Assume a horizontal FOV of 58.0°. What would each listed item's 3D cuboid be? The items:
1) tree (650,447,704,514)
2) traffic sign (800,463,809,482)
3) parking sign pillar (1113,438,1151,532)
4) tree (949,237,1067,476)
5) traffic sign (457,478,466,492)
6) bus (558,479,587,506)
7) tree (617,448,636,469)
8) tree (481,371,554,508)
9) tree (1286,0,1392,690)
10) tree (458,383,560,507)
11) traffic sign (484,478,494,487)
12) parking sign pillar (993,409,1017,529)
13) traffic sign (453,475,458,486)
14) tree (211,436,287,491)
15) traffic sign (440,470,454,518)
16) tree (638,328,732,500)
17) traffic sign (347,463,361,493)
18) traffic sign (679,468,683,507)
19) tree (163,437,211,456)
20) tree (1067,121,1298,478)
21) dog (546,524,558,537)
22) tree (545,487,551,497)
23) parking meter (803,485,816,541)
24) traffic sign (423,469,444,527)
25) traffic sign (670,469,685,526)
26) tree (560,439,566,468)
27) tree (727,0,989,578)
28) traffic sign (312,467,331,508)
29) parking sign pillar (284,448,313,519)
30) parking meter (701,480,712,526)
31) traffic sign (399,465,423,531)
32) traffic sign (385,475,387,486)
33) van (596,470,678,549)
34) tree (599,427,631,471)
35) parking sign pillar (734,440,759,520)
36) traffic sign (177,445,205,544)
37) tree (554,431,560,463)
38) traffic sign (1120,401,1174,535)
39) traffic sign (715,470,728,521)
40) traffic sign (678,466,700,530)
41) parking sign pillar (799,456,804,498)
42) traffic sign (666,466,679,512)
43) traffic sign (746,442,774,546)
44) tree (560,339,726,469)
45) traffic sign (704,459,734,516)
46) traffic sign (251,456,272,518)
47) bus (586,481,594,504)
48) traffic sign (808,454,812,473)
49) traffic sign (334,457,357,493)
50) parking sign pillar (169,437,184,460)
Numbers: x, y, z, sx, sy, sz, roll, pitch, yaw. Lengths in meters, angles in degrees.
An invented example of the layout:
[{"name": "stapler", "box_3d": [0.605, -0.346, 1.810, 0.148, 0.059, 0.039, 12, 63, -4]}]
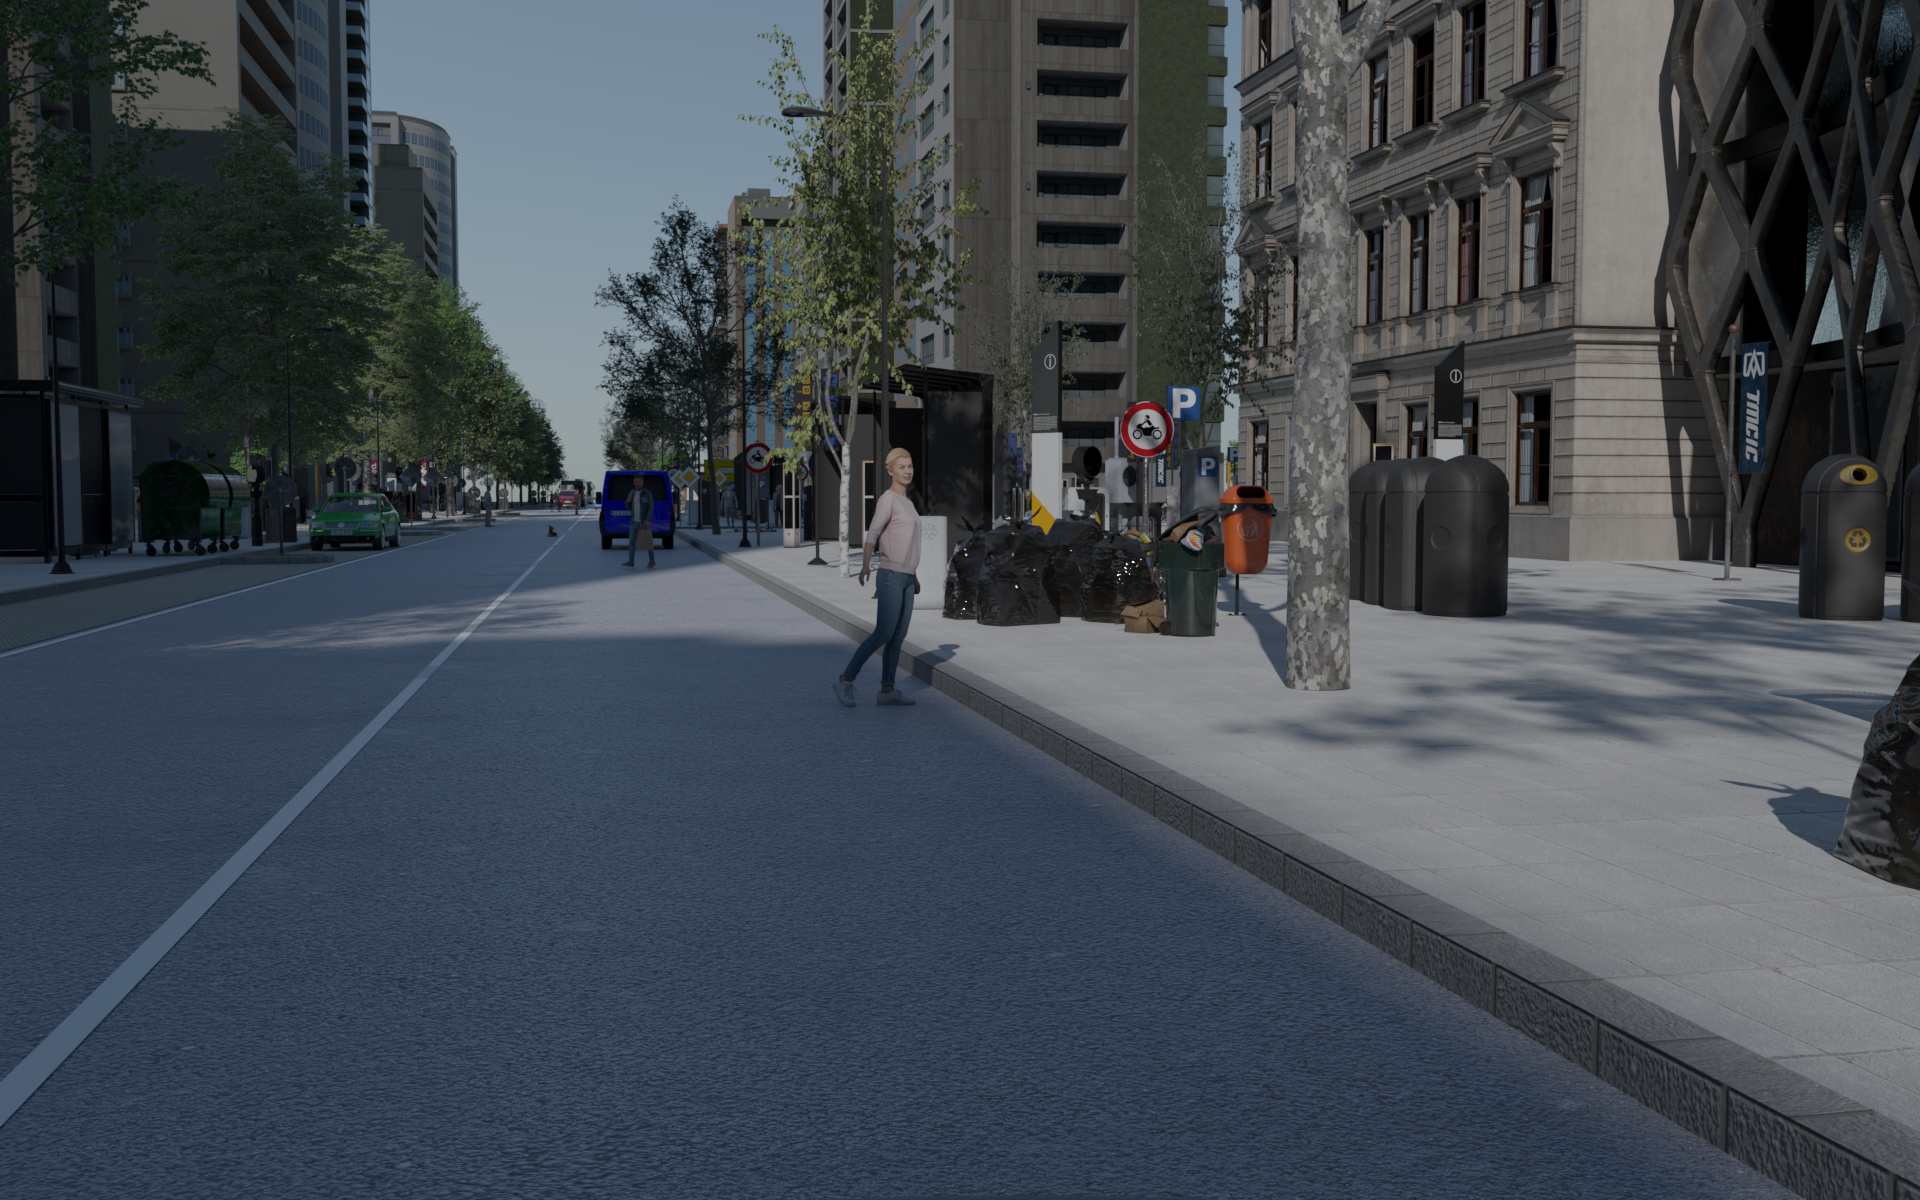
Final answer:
[{"name": "tree", "box_3d": [-18.212, -7.812, 111.440, 4.285, 4.588, 4.351, 0, 3, 0]}, {"name": "traffic sign", "box_3d": [-6.619, -4.363, 71.449, 0.768, 2.556, 0.104, 0, 4, -3]}, {"name": "parking sign pillar", "box_3d": [5.788, -4.291, 58.626, 1.447, 3.967, 1.447, -3, 4, -36]}, {"name": "tree", "box_3d": [1.918, -6.025, 48.873, 4.360, 8.622, 3.978, 0, 3, 0]}, {"name": "traffic sign", "box_3d": [-40.487, -8.597, 140.668, 0.768, 2.556, 0.104, 0, 4, -4]}, {"name": "bus", "box_3d": [-44.565, -12.544, 199.958, 2.948, 3.499, 13.247, -1, 4, -10]}, {"name": "tree", "box_3d": [-35.395, -14.826, 192.765, 4.737, 8.622, 4.395, 0, 3, 0]}, {"name": "tree", "box_3d": [-40.902, -14.462, 154.575, 7.486, 12.596, 7.792, 0, 3, 0]}, {"name": "tree", "box_3d": [1.450, -9.409, 9.719, 12.611, 20.169, 13.585, 0, 3, 0]}, {"name": "tree", "box_3d": [-45.795, -16.118, 173.903, 12.009, 13.543, 11.850, 0, 3, 0]}, {"name": "traffic sign", "box_3d": [-36.771, -8.263, 135.199, 0.768, 2.556, 0.104, -1, 4, -9]}, {"name": "parking sign pillar", "box_3d": [1.444, -4.097, 55.464, 1.447, 3.967, 1.447, -1, 4, -12]}, {"name": "traffic sign", "box_3d": [-33.843, -7.054, 115.443, 0.768, 2.556, 0.104, -1, 4, -10]}, {"name": "tree", "box_3d": [-38.481, -6.816, 95.152, 4.285, 4.588, 4.351, 0, 3, 0]}, {"name": "traffic sign", "box_3d": [-27.574, -5.688, 93.097, 0.768, 2.556, 0.104, -1, 4, -10]}, {"name": "tree", "box_3d": [-11.717, -7.561, 73.989, 4.360, 8.622, 3.978, 0, 3, 0]}, {"name": "traffic sign", "box_3d": [-23.909, -4.153, 68.002, 0.768, 2.556, 0.104, 0, 4, -6]}, {"name": "traffic sign", "box_3d": [-13.842, -5.209, 85.269, 0.768, 2.556, 0.104, 0, 4, -4]}, {"name": "tree", "box_3d": [-44.527, -7.142, 100.477, 4.285, 4.588, 4.351, 0, 3, 0]}, {"name": "tree", "box_3d": [5.057, -5.196, 35.325, 4.360, 8.622, 3.978, 0, 3, 0]}, {"name": "dog", "box_3d": [-13.742, -2.315, 58.051, 0.550, 0.427, 0.748, 0, 4, 8]}, {"name": "tree", "box_3d": [-65.577, -19.859, 275.048, 4.737, 8.622, 4.395, 0, 3, 0]}, {"name": "parking meter", "box_3d": [-4.121, -2.402, 47.688, 0.372, 1.533, 0.369, 0, 3, 0]}, {"name": "traffic sign", "box_3d": [-20.641, -3.931, 67.912, 0.795, 2.450, 0.064, -1, 4, -12]}, {"name": "traffic sign", "box_3d": [-11.286, -4.047, 69.803, 0.795, 2.450, 0.064, -1, 4, -12]}, {"name": "tree", "box_3d": [-61.551, -20.578, 254.573, 7.486, 12.596, 7.792, 0, 3, 0]}, {"name": "tree", "box_3d": [-1.689, -4.657, 26.506, 4.737, 8.622, 4.395, 0, 3, 0]}, {"name": "traffic sign", "box_3d": [-30.567, -5.074, 82.962, 0.884, 2.594, 0.081, 0, 4, -4]}, {"name": "parking sign pillar", "box_3d": [-39.042, -6.930, 101.773, 1.447, 3.967, 1.447, 0, 4, 5]}, {"name": "parking meter", "box_3d": [-10.306, -3.967, 70.565, 0.399, 1.863, 0.255, 1, 4, 21]}, {"name": "traffic sign", "box_3d": [-19.036, -3.452, 60.090, 0.795, 2.450, 0.064, -1, 4, -12]}, {"name": "traffic sign", "box_3d": [-30.556, -5.560, 93.041, 0.606, 2.300, 0.079, -1, 4, -9]}, {"name": "van", "box_3d": [-8.695, -2.583, 46.620, 2.240, 2.365, 5.245, -1, 4, -11]}, {"name": "tree", "box_3d": [-46.602, -19.474, 244.147, 9.928, 11.665, 9.643, 0, 3, 0]}, {"name": "parking sign pillar", "box_3d": [-10.653, -6.016, 86.841, 1.447, 3.967, 1.447, 1, 4, 14]}, {"name": "traffic sign", "box_3d": [-19.773, -2.724, 44.644, 0.768, 2.556, 0.104, -1, 4, -9]}, {"name": "tree", "box_3d": [-50.697, -17.121, 198.060, 7.486, 12.596, 7.792, 0, 3, 0]}, {"name": "traffic sign", "box_3d": [2.561, -1.454, 23.874, 0.768, 2.556, 0.104, -1, 4, -11]}, {"name": "traffic sign", "box_3d": [-11.589, -5.028, 83.397, 0.795, 2.450, 0.064, -1, 4, -8]}, {"name": "traffic sign", "box_3d": [-9.682, -3.568, 61.981, 0.795, 2.450, 0.064, -1, 4, -12]}, {"name": "parking sign pillar", "box_3d": [-11.535, -8.227, 122.984, 1.447, 3.967, 1.447, 1, 4, 18]}, {"name": "traffic sign", "box_3d": [-13.222, -4.889, 80.048, 0.768, 2.556, 0.104, 0, 4, -2]}, {"name": "traffic sign", "box_3d": [-4.984, -2.609, 42.766, 0.768, 2.556, 0.104, -1, 4, -11]}, {"name": "tree", "box_3d": [-22.019, -13.446, 130.209, 12.009, 13.543, 11.850, 0, 3, 0]}, {"name": "traffic sign", "box_3d": [-13.830, -6.572, 101.317, 2.265, 3.308, 0.079, 0, 4, -3]}, {"name": "traffic sign", "box_3d": [-18.913, -2.734, 46.828, 0.606, 2.300, 0.079, 0, 4, -3]}, {"name": "bus", "box_3d": [-53.374, -15.322, 245.369, 2.948, 3.499, 13.247, -1, 4, -10]}, {"name": "traffic sign", "box_3d": [-4.063, -3.094, 50.690, 0.768, 2.556, 0.104, 0, 4, -5]}, {"name": "traffic sign", "box_3d": [-21.121, -3.635, 59.538, 0.768, 2.556, 0.104, 0, 4, -4]}, {"name": "parking sign pillar", "box_3d": [-36.637, -5.709, 81.816, 1.447, 3.967, 1.447, -1, 4, -12]}]
